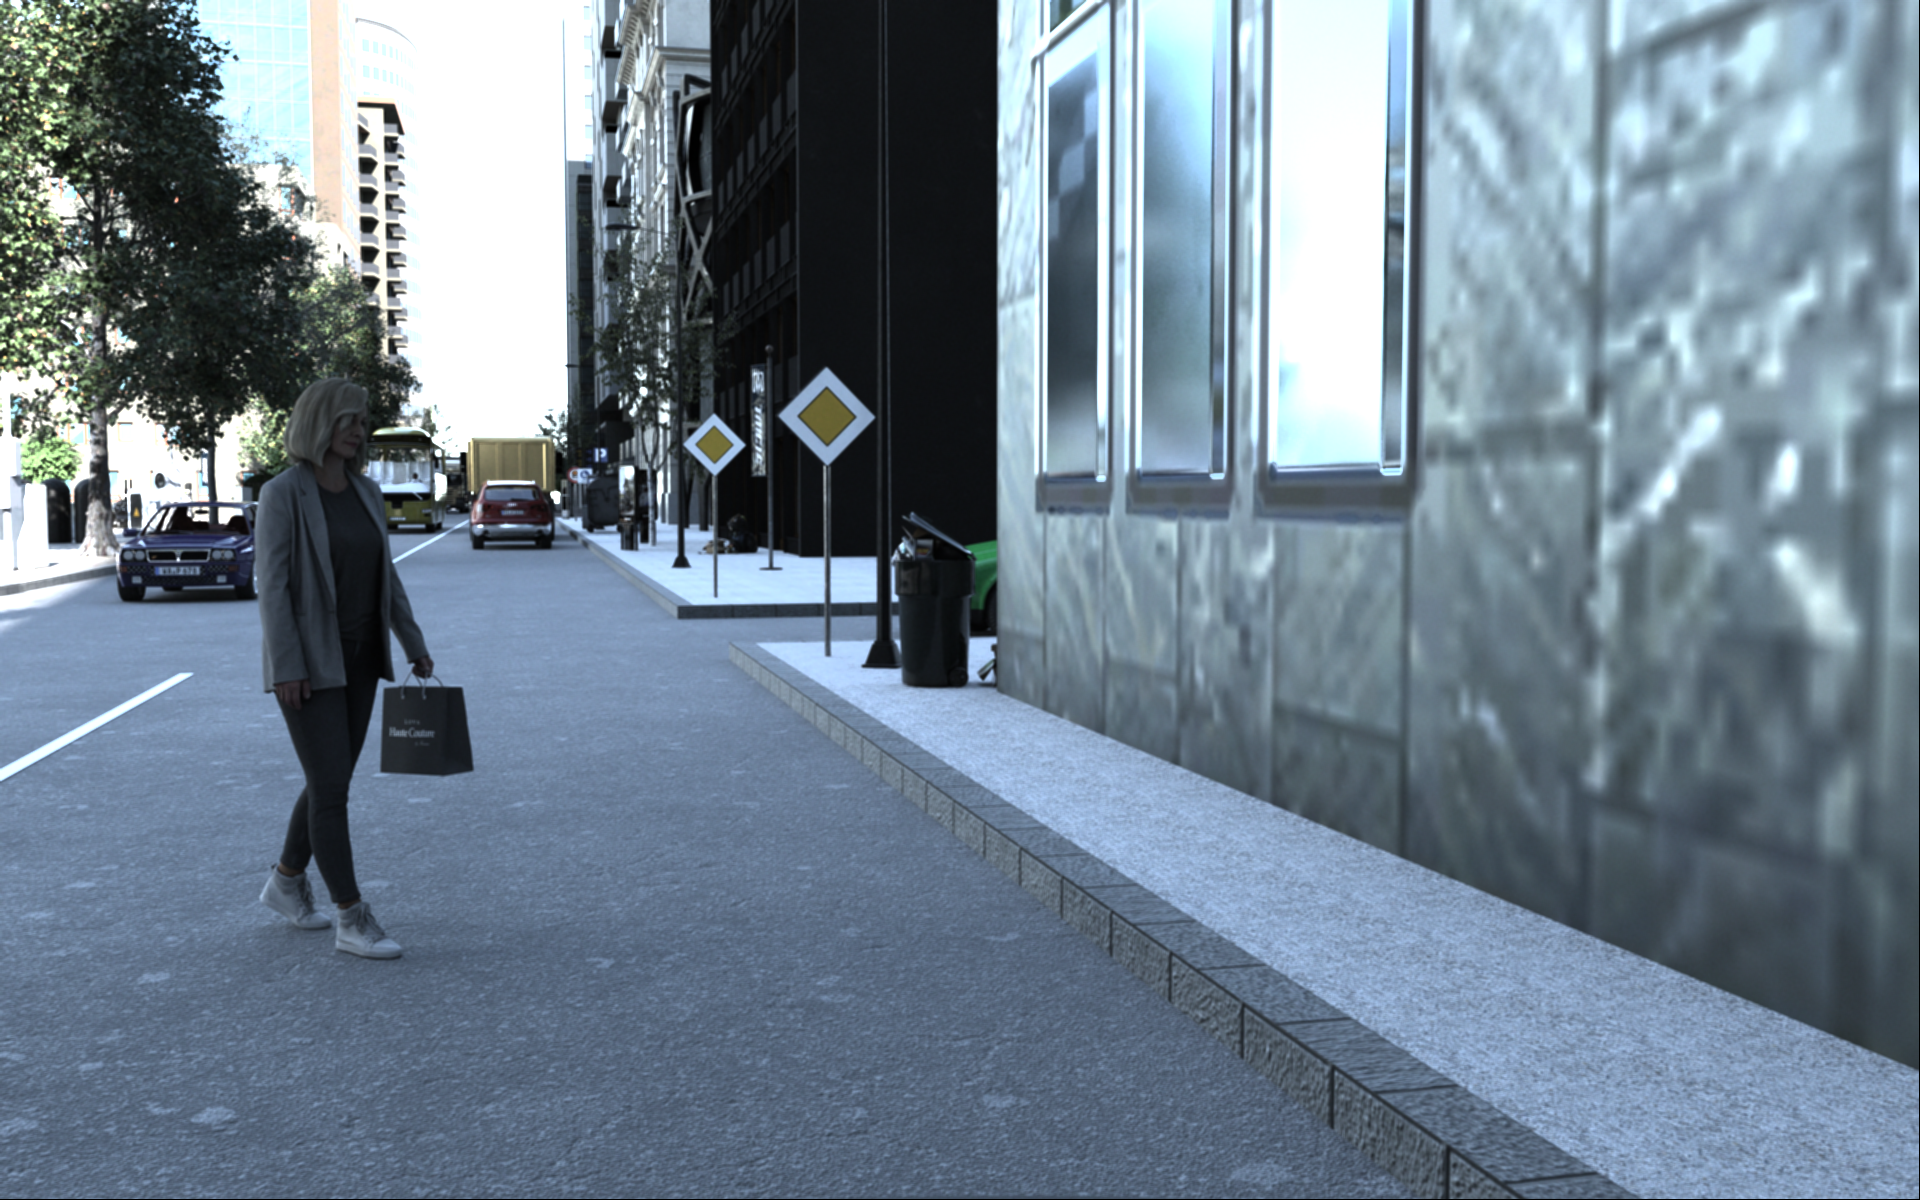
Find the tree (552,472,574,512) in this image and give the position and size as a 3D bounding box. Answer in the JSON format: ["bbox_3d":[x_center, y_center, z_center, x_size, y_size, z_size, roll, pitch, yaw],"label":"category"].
[{"bbox_3d":[-28.973,-8.009,125.548,1.663,3.219,1.824,0,3,0],"label":"tree"}]

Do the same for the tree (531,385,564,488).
[{"bbox_3d":[-25.239,-9.879,111.883,4.360,8.622,3.978,0,3,0],"label":"tree"}]

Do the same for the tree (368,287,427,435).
[{"bbox_3d":[-30.965,-10.261,84.778,9.611,12.733,9.660,0,3,0],"label":"tree"}]

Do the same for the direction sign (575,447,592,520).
[{"bbox_3d":[-18.271,-5.639,84.203,0.876,3.537,0.379,-3,4,-37],"label":"direction sign"}]

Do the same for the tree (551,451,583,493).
[{"bbox_3d":[-29.829,-8.920,129.554,4.285,4.588,4.351,0,3,0],"label":"tree"}]

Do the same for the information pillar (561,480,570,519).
[{"bbox_3d":[-20.206,-5.152,88.731,0.304,2.012,0.304,1,4,11],"label":"information pillar"}]

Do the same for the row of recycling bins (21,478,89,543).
[{"bbox_3d":[-24.184,-2.348,45.502,3.534,1.692,1.069,0,4,1],"label":"row of recycling bins"}]

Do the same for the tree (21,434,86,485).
[{"bbox_3d":[-42.763,-5.952,81.024,4.285,4.588,4.351,0,3,0],"label":"tree"}]

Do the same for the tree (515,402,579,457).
[{"bbox_3d":[-41.647,-14.704,174.826,8.767,10.594,7.601,-1,4,-21],"label":"tree"}]

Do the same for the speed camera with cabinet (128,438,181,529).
[{"bbox_3d":[-26.633,-3.846,57.218,2.038,3.252,0.660,2,4,30],"label":"speed camera with cabinet"}]

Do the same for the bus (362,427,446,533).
[{"bbox_3d":[-21.483,-4.629,67.226,2.896,3.916,12.252,-1,4,-14],"label":"bus"}]

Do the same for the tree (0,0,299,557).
[{"bbox_3d":[-17.659,-7.245,35.471,9.611,12.733,9.660,0,3,0],"label":"tree"}]

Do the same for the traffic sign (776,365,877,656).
[{"bbox_3d":[-1.048,-0.611,13.635,0.795,2.450,0.064,-1,4,-14],"label":"traffic sign"}]

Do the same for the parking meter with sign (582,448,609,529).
[{"bbox_3d":[-13.634,-4.180,64.602,0.543,3.016,1.738,0,4,7],"label":"parking meter with sign"}]

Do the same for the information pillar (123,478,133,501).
[{"bbox_3d":[-38.320,-4.605,79.789,0.304,2.012,0.304,0,4,7],"label":"information pillar"}]

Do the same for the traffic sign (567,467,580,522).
[{"bbox_3d":[-17.889,-4.924,80.612,0.768,2.556,0.104,0,4,-8],"label":"traffic sign"}]

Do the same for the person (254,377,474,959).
[{"bbox_3d":[-1.981,0.189,5.593,0.728,1.800,0.709,2,4,29],"label":"person"}]

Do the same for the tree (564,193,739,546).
[{"bbox_3d":[-7.550,-5.630,42.407,4.360,8.622,3.978,0,3,0],"label":"tree"}]

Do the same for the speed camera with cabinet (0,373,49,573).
[{"bbox_3d":[-15.926,-2.122,29.030,0.660,3.252,2.038,-1,4,-12],"label":"speed camera with cabinet"}]

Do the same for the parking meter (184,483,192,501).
[{"bbox_3d":[-39.138,-5.025,87.867,0.255,1.863,0.399,0,4,-4],"label":"parking meter"}]

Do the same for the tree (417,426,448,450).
[{"bbox_3d":[-54.564,-13.896,177.563,4.360,8.622,3.978,0,3,0],"label":"tree"}]

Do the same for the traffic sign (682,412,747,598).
[{"bbox_3d":[-3.026,-1.084,21.372,0.795,2.450,0.064,-1,4,-14],"label":"traffic sign"}]

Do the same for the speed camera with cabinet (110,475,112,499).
[{"bbox_3d":[-38.062,-5.002,76.115,0.660,3.252,2.038,0,4,0],"label":"speed camera with cabinet"}]

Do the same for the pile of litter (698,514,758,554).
[{"bbox_3d":[-5.072,-1.448,37.640,1.176,0.858,1.719,3,4,39],"label":"pile of litter"}]

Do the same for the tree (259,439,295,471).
[{"bbox_3d":[-23.949,-4.048,60.785,1.663,3.219,1.824,0,3,0],"label":"tree"}]

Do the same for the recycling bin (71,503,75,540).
[{"bbox_3d":[-25.820,-2.357,51.083,0.722,1.027,0.722,3,5,41],"label":"recycling bin"}]

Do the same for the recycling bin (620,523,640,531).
[{"bbox_3d":[-11.293,-2.897,59.919,0.722,1.027,0.722,3,4,38],"label":"recycling bin"}]

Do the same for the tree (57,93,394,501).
[{"bbox_3d":[-21.903,-8.547,50.113,12.009,13.543,11.850,0,3,0],"label":"tree"}]

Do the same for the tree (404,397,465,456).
[{"bbox_3d":[-50.481,-14.099,164.931,7.601,10.594,8.767,-1,4,-11],"label":"tree"}]

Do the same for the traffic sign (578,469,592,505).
[{"bbox_3d":[-15.030,-4.118,69.454,0.606,2.300,0.079,-1,4,-8],"label":"traffic sign"}]

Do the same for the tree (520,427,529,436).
[{"bbox_3d":[-35.810,-12.226,150.263,4.360,8.622,3.978,0,3,0],"label":"tree"}]
